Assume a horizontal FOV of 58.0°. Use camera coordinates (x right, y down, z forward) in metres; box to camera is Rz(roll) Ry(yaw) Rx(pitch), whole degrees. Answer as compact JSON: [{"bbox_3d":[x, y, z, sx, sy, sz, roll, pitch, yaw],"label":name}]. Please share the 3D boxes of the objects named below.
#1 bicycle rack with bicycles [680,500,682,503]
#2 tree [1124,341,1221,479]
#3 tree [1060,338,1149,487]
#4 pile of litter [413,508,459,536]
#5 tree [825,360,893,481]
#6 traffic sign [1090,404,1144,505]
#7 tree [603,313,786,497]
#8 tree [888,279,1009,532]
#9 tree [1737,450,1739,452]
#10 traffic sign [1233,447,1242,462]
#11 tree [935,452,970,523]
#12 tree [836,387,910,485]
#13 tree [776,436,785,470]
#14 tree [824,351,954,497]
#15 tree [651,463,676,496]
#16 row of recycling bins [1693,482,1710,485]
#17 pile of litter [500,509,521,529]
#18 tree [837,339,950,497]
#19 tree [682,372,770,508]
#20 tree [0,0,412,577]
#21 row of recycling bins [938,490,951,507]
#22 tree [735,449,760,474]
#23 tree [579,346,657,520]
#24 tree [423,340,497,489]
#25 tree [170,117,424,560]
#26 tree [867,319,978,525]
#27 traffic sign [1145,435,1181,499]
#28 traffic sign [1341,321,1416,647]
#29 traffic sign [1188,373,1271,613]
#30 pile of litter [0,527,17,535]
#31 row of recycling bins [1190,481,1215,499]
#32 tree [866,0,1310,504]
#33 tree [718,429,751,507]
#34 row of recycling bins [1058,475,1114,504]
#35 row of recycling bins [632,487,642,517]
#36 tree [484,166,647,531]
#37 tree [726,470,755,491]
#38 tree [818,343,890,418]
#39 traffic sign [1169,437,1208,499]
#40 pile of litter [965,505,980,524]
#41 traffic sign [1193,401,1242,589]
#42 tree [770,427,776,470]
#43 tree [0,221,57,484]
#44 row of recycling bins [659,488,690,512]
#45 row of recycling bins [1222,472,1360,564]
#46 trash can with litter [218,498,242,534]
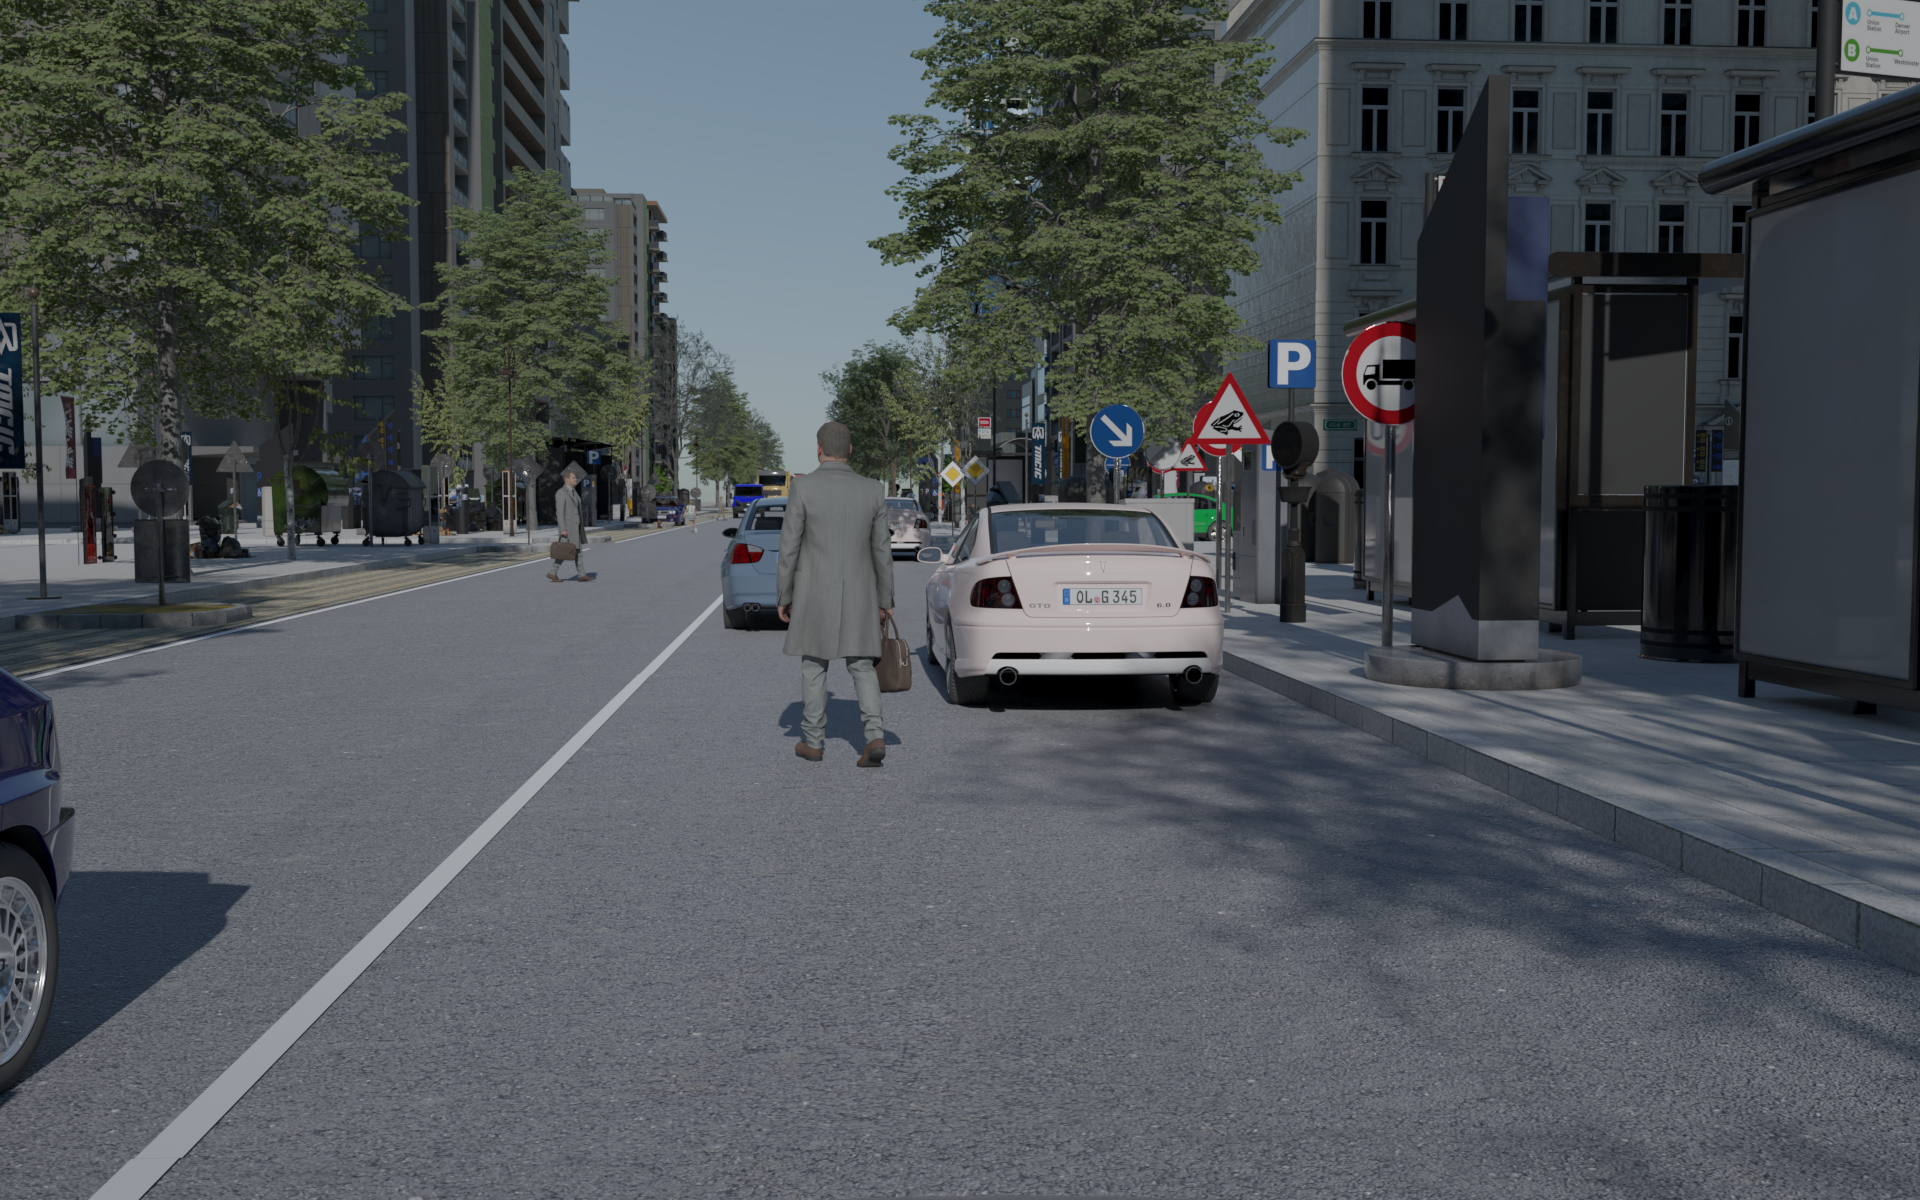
[{"bbox_3d":[-19.353,-6.087,112.901,2.852,0.926,2.925,-1,4,-17],"label":"bicycle rack with bicycles"},{"bbox_3d":[8.592,-7.382,71.064,4.360,8.622,3.978,0,3,0],"label":"tree"},{"bbox_3d":[6.396,-7.737,76.870,4.737,8.622,4.395,0,3,0],"label":"tree"},{"bbox_3d":[-16.217,-2.416,53.474,1.176,0.858,1.719,-3,5,-40],"label":"pile of litter"},{"bbox_3d":[-7.411,-14.974,155.200,12.009,13.543,11.850,0,3,0],"label":"tree"},{"bbox_3d":[2.230,-1.500,24.626,0.768,2.556,0.104,0,4,5],"label":"traffic sign"},{"bbox_3d":[-19.543,-12.717,118.293,12.009,13.543,11.850,0,3,0],"label":"tree"},{"bbox_3d":[-0.098,-6.597,58.222,4.360,8.622,3.978,0,3,0],"label":"tree"},{"bbox_3d":[17.930,-2.665,38.182,1.663,3.219,1.824,0,3,0],"label":"tree"},{"bbox_3d":[4.190,-1.473,25.273,0.795,2.450,0.064,0,4,-3],"label":"traffic sign"},{"bbox_3d":[-0.546,-5.090,77.823,1.663,3.219,1.824,0,3,0],"label":"tree"},{"bbox_3d":[-9.334,-16.074,179.819,9.611,12.733,9.660,0,3,0],"label":"tree"},{"bbox_3d":[-31.440,-21.785,274.313,7.486,12.596,7.792,0,3,0],"label":"tree"},{"bbox_3d":[-4.294,-10.900,112.634,8.767,10.594,7.601,-2,4,-27],"label":"tree"},{"bbox_3d":[-18.222,-6.727,104.588,1.663,3.219,1.824,0,3,0],"label":"tree"},{"bbox_3d":[24.188,-3.126,58.219,3.534,1.692,1.069,-3,4,-37],"label":"row of recycling bins"},{"bbox_3d":[-16.952,-3.019,63.328,1.719,0.858,1.176,1,4,20],"label":"pile of litter"},{"bbox_3d":[-5.538,-14.380,141.761,9.857,13.997,8.962,0,3,0],"label":"tree"},{"bbox_3d":[-22.081,-14.702,158.511,7.486,12.596,7.792,0,3,0],"label":"tree"},{"bbox_3d":[-12.066,-6.604,26.110,7.486,12.596,7.792,0,3,0],"label":"tree"},{"bbox_3d":[-1.145,-6.858,119.233,1.069,1.692,3.534,-1,4,-18],"label":"row of recycling bins"},{"bbox_3d":[-27.169,-16.288,216.670,4.737,8.622,4.395,0,3,0],"label":"tree"},{"bbox_3d":[-16.850,-8.298,86.041,4.737,8.622,4.395,0,3,0],"label":"tree"},{"bbox_3d":[-23.360,-7.959,80.491,4.737,8.622,4.395,0,3,0],"label":"tree"},{"bbox_3d":[-13.010,-5.082,33.447,4.737,8.622,4.395,0,3,0],"label":"tree"},{"bbox_3d":[-1.056,-7.470,72.500,4.737,8.622,4.395,0,3,0],"label":"tree"},{"bbox_3d":[4.282,-2.233,36.611,0.768,2.556,0.104,0,4,1],"label":"traffic sign"},{"bbox_3d":[3.187,-0.780,12.852,0.768,2.556,0.104,0,4,-2],"label":"traffic sign"},{"bbox_3d":[2.887,-1.139,18.629,0.884,2.594,0.081,0,4,2],"label":"traffic sign"},{"bbox_3d":[-30.674,-2.497,54.798,1.719,0.858,1.176,0,4,0],"label":"pile of litter"},{"bbox_3d":[8.935,-2.914,54.758,3.534,1.692,1.069,0,4,-4],"label":"row of recycling bins"},{"bbox_3d":[2.243,-6.850,30.130,7.486,12.596,7.792,0,3,0],"label":"tree"},{"bbox_3d":[-22.893,-13.531,171.592,4.360,8.622,3.978,0,3,0],"label":"tree"},{"bbox_3d":[2.879,-1.934,38.740,1.069,1.692,3.534,1,4,13],"label":"row of recycling bins"},{"bbox_3d":[-18.533,-5.672,99.853,1.069,1.692,3.534,0,4,-4],"label":"row of recycling bins"},{"bbox_3d":[-14.803,-8.688,60.168,7.486,12.596,7.792,0,3,0],"label":"tree"},{"bbox_3d":[-25.739,-13.445,203.539,4.285,4.588,4.351,0,3,0],"label":"tree"},{"bbox_3d":[-11.397,-22.114,217.449,12.611,20.169,13.585,0,3,0],"label":"tree"},{"bbox_3d":[5.238,-2.431,39.751,0.884,2.594,0.081,0,4,2],"label":"traffic sign"},{"bbox_3d":[0.740,-3.626,73.244,1.176,0.858,1.719,-3,4,-37],"label":"pile of litter"},{"bbox_3d":[3.514,-1.428,23.457,0.768,2.556,0.104,0,4,-4],"label":"traffic sign"},{"bbox_3d":[-25.697,-16.587,189.319,7.486,12.596,7.792,0,3,0],"label":"tree"},{"bbox_3d":[-22.645,-5.468,39.768,4.360,8.622,3.978,0,3,0],"label":"tree"},{"bbox_3d":[-20.212,-7.038,122.187,1.069,1.692,3.534,1,4,21],"label":"row of recycling bins"},{"bbox_3d":[6.418,-1.605,33.357,1.069,1.692,3.534,-2,4,-25],"label":"row of recycling bins"},{"bbox_3d":[-23.444,-2.672,55.069,0.624,1.170,1.055,2,4,35],"label":"trash can with litter"}]
